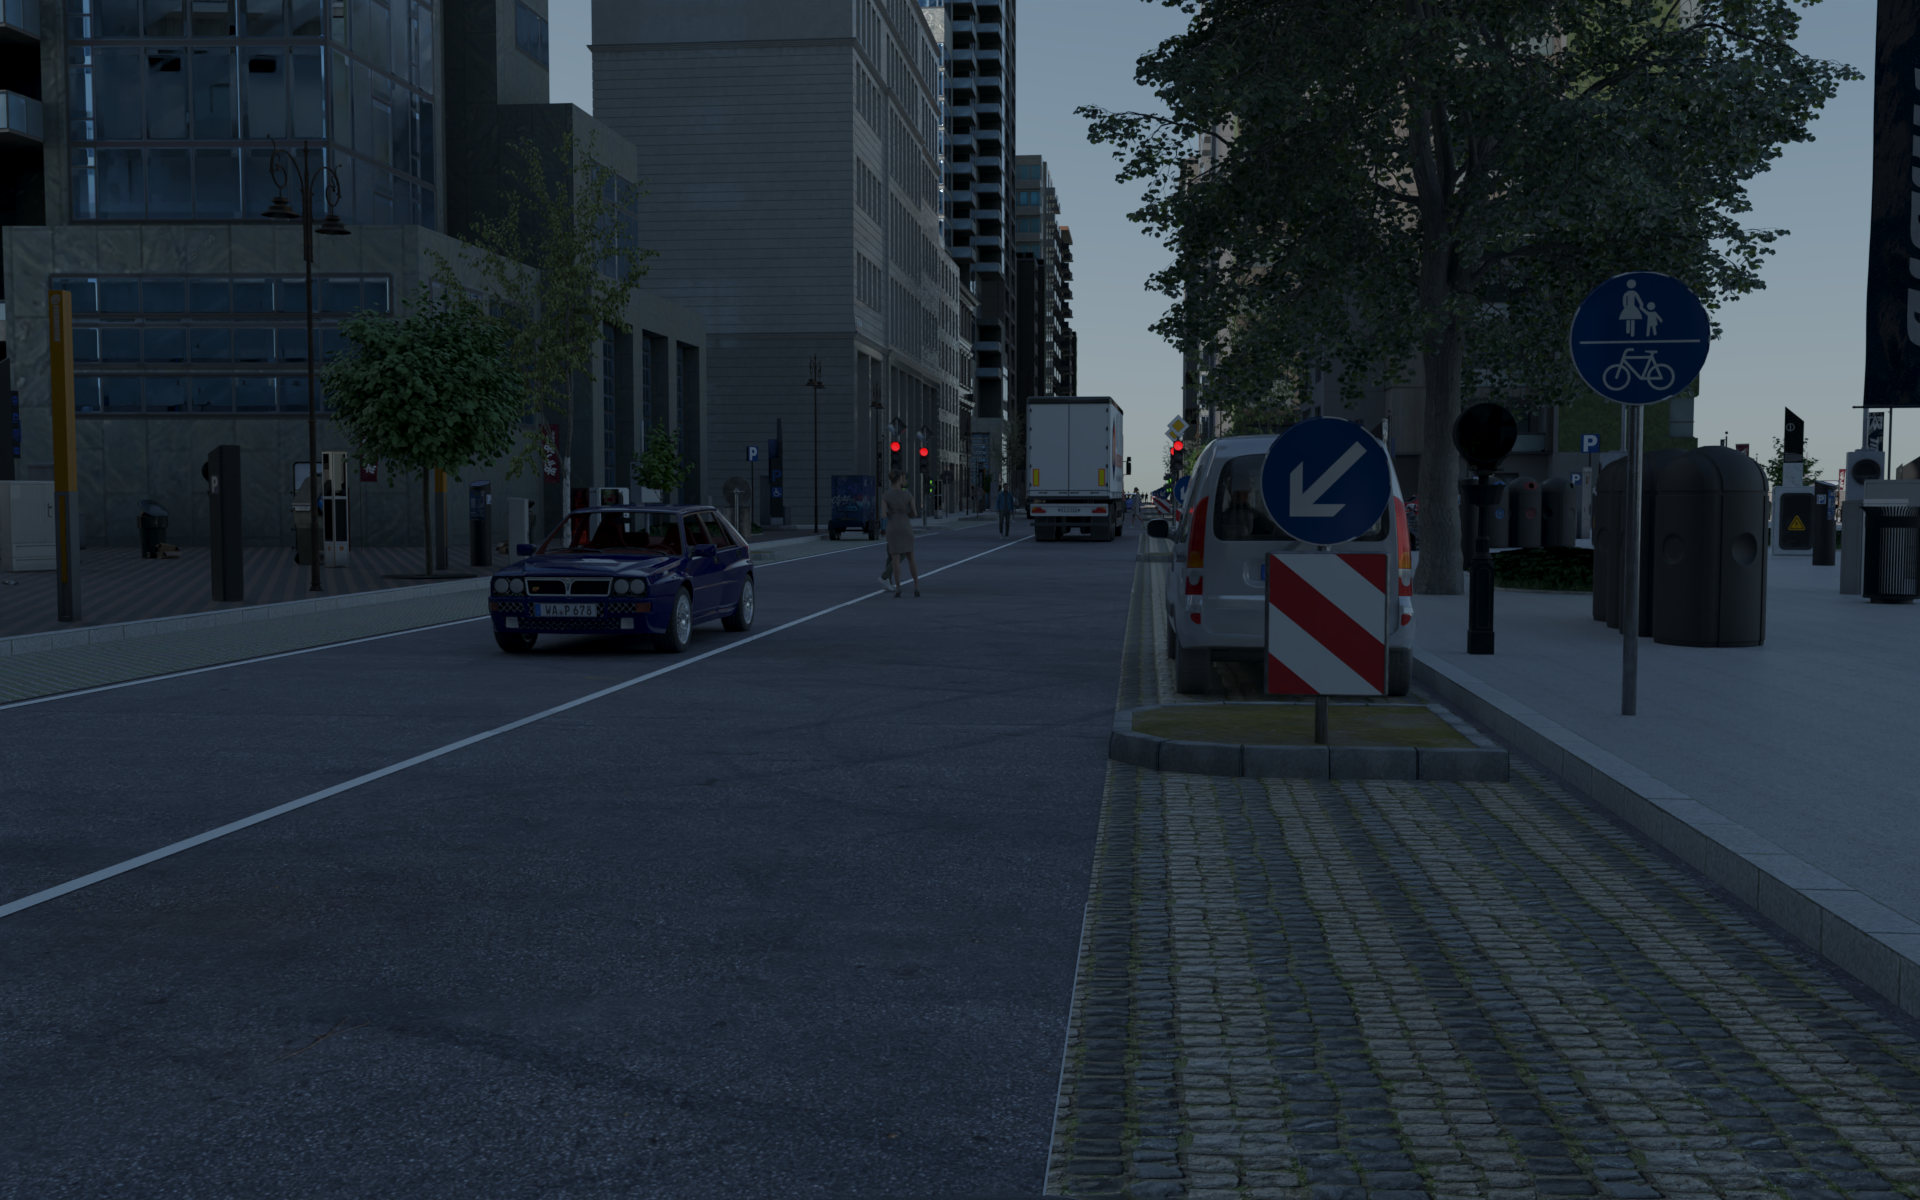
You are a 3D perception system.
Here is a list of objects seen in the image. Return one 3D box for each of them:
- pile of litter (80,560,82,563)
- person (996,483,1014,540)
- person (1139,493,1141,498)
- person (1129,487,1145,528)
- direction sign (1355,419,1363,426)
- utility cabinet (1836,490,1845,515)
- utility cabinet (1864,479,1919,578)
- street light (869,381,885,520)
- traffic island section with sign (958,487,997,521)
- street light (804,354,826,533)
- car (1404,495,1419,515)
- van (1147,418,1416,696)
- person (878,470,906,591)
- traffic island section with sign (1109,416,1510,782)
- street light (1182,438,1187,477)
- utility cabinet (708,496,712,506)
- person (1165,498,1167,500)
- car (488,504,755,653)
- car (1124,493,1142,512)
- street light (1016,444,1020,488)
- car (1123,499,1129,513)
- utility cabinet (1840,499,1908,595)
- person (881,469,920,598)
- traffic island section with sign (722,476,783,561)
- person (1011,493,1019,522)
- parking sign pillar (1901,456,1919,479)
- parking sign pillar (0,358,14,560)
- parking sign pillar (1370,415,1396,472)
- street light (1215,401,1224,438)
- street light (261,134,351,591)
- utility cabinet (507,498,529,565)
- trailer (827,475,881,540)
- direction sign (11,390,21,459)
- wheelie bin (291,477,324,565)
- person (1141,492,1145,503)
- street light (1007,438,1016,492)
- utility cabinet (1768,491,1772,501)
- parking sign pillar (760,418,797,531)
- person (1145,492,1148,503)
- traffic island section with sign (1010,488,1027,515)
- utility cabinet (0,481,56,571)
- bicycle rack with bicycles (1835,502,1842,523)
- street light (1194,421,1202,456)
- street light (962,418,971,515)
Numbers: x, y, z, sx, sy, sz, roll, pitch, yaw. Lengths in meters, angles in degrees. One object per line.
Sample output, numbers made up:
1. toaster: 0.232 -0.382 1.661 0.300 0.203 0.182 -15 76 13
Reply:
1. pile of litter: -16.946 -1.113 32.164 1.176 0.858 1.719 -1 4 -21
2. person: 1.409 -2.776 54.235 0.601 1.785 0.444 0 4 -5
3. person: 28.766 -16.539 278.935 0.705 1.821 1.348 3 5 39
4. person: 7.459 -3.903 73.059 0.760 1.731 0.466 -2 4 -35
5. direction sign: 12.093 -3.705 52.575 0.379 3.537 0.876 0 4 -2
6. utility cabinet: 48.495 -5.288 95.136 0.318 1.500 1.173 0 4 7
7. utility cabinet: 14.375 -1.077 26.292 1.173 1.500 0.318 2 4 24
8. street light: -3.393 -6.004 70.954 0.468 5.910 1.993 0 4 6
9. traffic island section with sign: 0.980 -5.158 92.962 1.989 1.847 2.006 0 4 6
10. street light: -4.761 -5.161 57.177 0.468 5.910 1.993 0 4 6
11. car: 18.733 -3.417 64.907 4.494 1.783 2.155 0 4 6
12. van: 2.489 -0.406 13.654 2.013 2.044 4.112 0 4 5
13. person: -1.002 -1.014 25.416 0.444 1.785 0.601 -1 4 -10
14. traffic island section with sign: 1.836 -0.059 9.598 1.989 1.847 2.006 0 4 6
15. street light: 19.273 -10.840 150.020 0.468 5.910 1.993 0 4 6
16. utility cabinet: -16.616 -6.206 112.623 1.020 1.237 0.306 -1 4 -15
17. person: 14.726 -7.057 124.158 0.850 1.792 0.678 0 4 2
18. car: -3.200 -0.265 16.914 1.945 1.354 3.894 0 4 6
19. car: 13.669 -7.938 139.377 1.945 1.707 3.694 0 4 5
20. street light: 4.772 -10.648 146.884 0.468 5.910 1.993 0 4 6
21. car: 11.989 -7.488 134.221 2.131 1.459 4.920 0 4 7
22. utility cabinet: 11.801 -0.686 22.384 1.020 1.237 0.306 -2 4 -32
23. person: -0.826 -0.929 24.035 0.599 1.781 0.374 -1 4 -15
24. traffic island section with sign: -4.951 -1.790 37.902 1.989 1.847 2.006 0 4 6
25. person: 2.712 -4.732 88.458 0.523 1.515 0.503 -3 5 -43
26. parking sign pillar: 62.739 -7.683 114.085 1.447 3.967 1.447 1 4 15
27. parking sign pillar: -19.302 -2.778 33.898 1.447 3.967 1.447 3 5 40
28. parking sign pillar: 14.422 -4.369 59.904 1.447 3.967 1.447 -3 4 -38
29. street light: 10.956 -6.119 72.827 0.468 5.910 1.993 0 4 6
30. street light: -8.537 -3.058 22.780 0.468 5.910 1.993 0 4 6
31. utility cabinet: -7.584 -1.139 29.784 0.306 1.237 1.020 -1 4 -11
32. trailer: -3.324 -2.796 52.756 1.471 1.999 3.904 0 4 5
33. direction sign: -20.776 -2.794 37.687 0.379 3.537 0.876 1 4 13
34. wheelie bin: -11.696 -1.443 31.505 0.980 1.594 0.693 2 4 32
35. person: 28.921 -16.158 273.210 0.750 1.759 0.617 -3 5 -44
36. street light: 4.004 -10.195 139.475 0.468 5.910 1.993 0 4 6
37. utility cabinet: 56.718 -6.913 121.712 0.318 1.500 1.173 0 4 -6
38. parking sign pillar: -6.465 -4.430 60.902 1.447 3.967 1.447 -1 4 -8
39. person: 28.644 -15.685 265.864 0.541 1.710 0.530 1 4 20
40. traffic island section with sign: 3.891 -6.810 119.974 1.989 1.847 2.006 0 4 6
41. utility cabinet: -15.319 -1.233 28.836 0.318 1.500 1.173 2 4 29
42. bicycle rack with bicycles: 37.846 -3.769 75.000 2.852 0.926 2.925 2 4 29
43. street light: 14.720 -8.229 107.324 0.468 5.910 1.993 0 4 6
44. street light: 0.455 -8.099 105.198 0.468 5.910 1.993 0 4 6
